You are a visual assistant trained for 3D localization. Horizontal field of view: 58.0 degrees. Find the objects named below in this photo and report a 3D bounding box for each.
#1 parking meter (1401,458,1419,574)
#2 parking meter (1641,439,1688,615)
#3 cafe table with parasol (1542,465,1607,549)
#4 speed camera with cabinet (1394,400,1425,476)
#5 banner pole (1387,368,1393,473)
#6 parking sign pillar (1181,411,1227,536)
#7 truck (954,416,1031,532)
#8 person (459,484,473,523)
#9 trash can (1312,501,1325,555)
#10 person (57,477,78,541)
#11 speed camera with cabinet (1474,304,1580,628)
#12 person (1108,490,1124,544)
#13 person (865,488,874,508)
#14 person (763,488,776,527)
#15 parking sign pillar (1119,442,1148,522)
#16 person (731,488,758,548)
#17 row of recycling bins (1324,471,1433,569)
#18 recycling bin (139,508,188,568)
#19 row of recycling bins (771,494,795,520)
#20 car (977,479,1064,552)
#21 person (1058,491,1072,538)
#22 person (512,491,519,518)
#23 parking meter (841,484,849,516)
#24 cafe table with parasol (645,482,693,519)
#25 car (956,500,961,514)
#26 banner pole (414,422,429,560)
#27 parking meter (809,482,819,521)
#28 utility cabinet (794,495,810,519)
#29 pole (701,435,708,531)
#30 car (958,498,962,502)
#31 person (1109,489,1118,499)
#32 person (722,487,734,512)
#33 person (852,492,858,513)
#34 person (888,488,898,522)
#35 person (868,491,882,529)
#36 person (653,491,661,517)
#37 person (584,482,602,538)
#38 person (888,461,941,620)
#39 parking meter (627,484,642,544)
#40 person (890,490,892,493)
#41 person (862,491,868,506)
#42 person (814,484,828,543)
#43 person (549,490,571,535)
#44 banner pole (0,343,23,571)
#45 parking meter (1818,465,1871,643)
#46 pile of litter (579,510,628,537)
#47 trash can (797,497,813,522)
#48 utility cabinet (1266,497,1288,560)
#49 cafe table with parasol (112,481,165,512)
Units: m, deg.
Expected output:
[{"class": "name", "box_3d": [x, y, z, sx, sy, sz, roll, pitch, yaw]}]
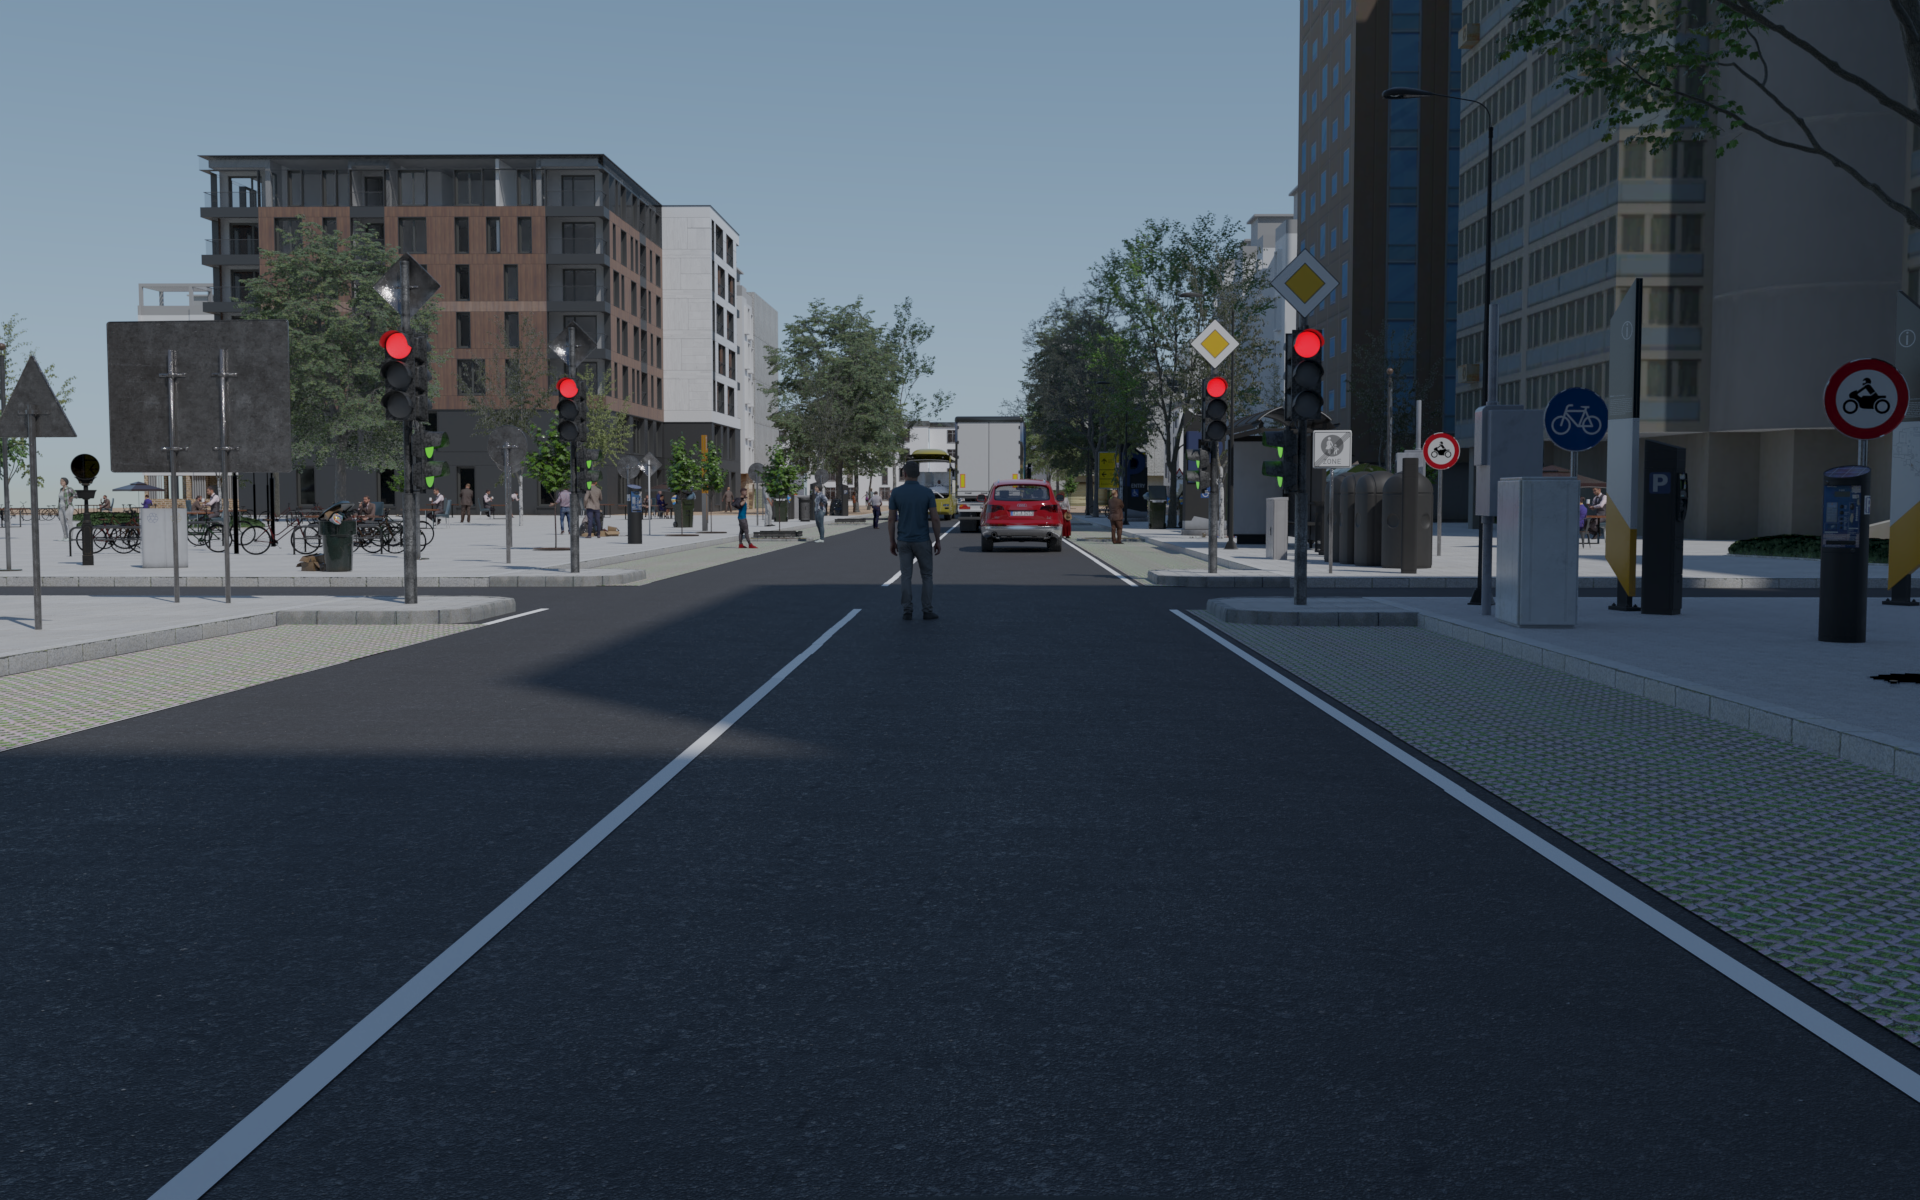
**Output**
[{"class": "parking meter", "box_3d": [7.267, -1.363, 27.991, 0.255, 1.863, 0.399, 1, 4, 14]}, {"class": "parking meter", "box_3d": [7.502, -0.778, 18.438, 0.399, 1.863, 0.255, 3, 5, 43]}, {"class": "cafe table with parasol", "box_3d": [14.060, -2.222, 41.190, 2.610, 1.966, 2.610, 1, 4, 12]}, {"class": "speed camera with cabinet", "box_3d": [9.636, -2.629, 37.318, 0.660, 3.252, 2.038, 1, 4, 12]}, {"class": "banner pole", "box_3d": [8.500, -2.707, 34.271, 0.401, 3.779, 0.863, 1, 4, 9]}, {"class": "parking sign pillar", "box_3d": [7.586, -3.987, 53.664, 1.447, 3.967, 1.447, 0, 4, -4]}, {"class": "truck", "box_3d": [1.329, -4.831, 67.908, 2.839, 4.237, 11.283, 0, 4, 3]}, {"class": "person", "box_3d": [-22.169, -4.341, 77.700, 0.600, 1.739, 0.565, 3, 5, 41]}, {"class": "trash can", "box_3d": [7.755, -1.510, 36.339, 0.748, 1.137, 0.748, 0, 3, 0]}, {"class": "person", "box_3d": [-24.287, -2.467, 47.096, 0.841, 1.734, 0.376, 3, 4, 36]}, {"class": "speed camera with cabinet", "box_3d": [5.698, -1.413, 17.439, 0.660, 3.252, 2.038, 0, 4, 5]}, {"class": "person", "box_3d": [4.433, -2.359, 49.333, 0.482, 1.546, 0.388, 2, 4, 35]}, {"class": "person", "box_3d": [-7.867, -9.048, 154.054, 1.350, 1.814, 0.705, -2, 4, -35]}, {"class": "person", "box_3d": [-7.502, -3.788, 68.126, 0.789, 1.805, 0.875, 0, 4, 7]}, {"class": "parking sign pillar", "box_3d": [8.096, -5.654, 80.922, 1.447, 3.967, 1.447, -1, 4, -18]}, {"class": "person", "box_3d": [-5.640, -2.138, 45.318, 0.662, 1.594, 0.647, -1, 4, -18]}, {"class": "row of recycling bins", "box_3d": [7.497, -1.480, 31.312, 1.069, 1.692, 3.534, -1, 4, -9]}, {"class": "recycling bin", "box_3d": [-13.926, -1.085, 30.289, 0.722, 1.027, 0.722, -2, 4, -28]}, {"class": "row of recycling bins", "box_3d": [-8.957, -4.926, 87.650, 1.069, 1.692, 3.534, 0, 4, 3]}, {"class": "car", "box_3d": [1.566, -2.194, 44.541, 2.281, 1.827, 5.304, 0, 4, 1]}, {"class": "person", "box_3d": [3.328, -2.732, 55.641, 0.523, 1.526, 0.387, 0, 4, 0]}, {"class": "person", "box_3d": [-24.197, -5.174, 93.819, 0.628, 1.438, 0.799, 0, 4, -2]}, {"class": "parking meter", "box_3d": [-6.666, -5.805, 100.623, 0.399, 1.863, 0.255, -1, 4, -22]}, {"class": "cafe table with parasol", "box_3d": [-14.932, -5.176, 89.496, 2.610, 1.966, 2.610, 0, 4, 8]}, {"class": "car", "box_3d": [-0.938, -6.808, 123.311, 2.014, 1.417, 4.499, 0, 4, 1]}, {"class": "banner pole", "box_3d": [-10.649, -2.692, 34.039, 0.401, 3.779, 0.863, -1, 4, -12]}, {"class": "parking meter", "box_3d": [-7.050, -4.771, 83.724, 0.399, 1.863, 0.255, -3, 5, -44]}, {"class": "utility cabinet", "box_3d": [-8.184, -4.826, 90.062, 1.020, 1.237, 0.306, 1, 4, 9]}, {"class": "pole", "box_3d": [-8.842, -4.044, 59.964, 0.158, 3.312, 0.155, 0, 3, 0]}, {"class": "car", "box_3d": [-0.752, -8.866, 156.962, 2.014, 1.417, 4.499, 0, 4, 1]}, {"class": "person", "box_3d": [10.002, -6.340, 109.638, 1.348, 1.831, 0.705, 2, 4, 27]}, {"class": "person", "box_3d": [-16.377, -7.068, 122.164, 0.990, 1.755, 0.434, -2, 4, -35]}, {"class": "person", "box_3d": [-7.261, -6.719, 119.154, 0.557, 1.426, 1.065, 1, 4, 13]}, {"class": "person", "box_3d": [-3.456, -4.894, 89.346, 0.431, 1.722, 0.655, 1, 4, 20]}, {"class": "person", "box_3d": [-3.509, -3.725, 71.619, 0.614, 1.554, 0.590, 1, 4, 13]}, {"class": "person", "box_3d": [-17.007, -5.458, 97.982, 0.600, 1.496, 0.574, 2, 4, 31]}, {"class": "person", "box_3d": [-10.714, -2.679, 50.372, 0.617, 1.759, 0.750, -2, 4, -28]}, {"class": "person", "box_3d": [-0.510, -0.685, 19.833, 0.598, 1.807, 0.434, 1, 4, 13]}, {"class": "parking meter", "box_3d": [-8.359, -2.207, 44.501, 0.372, 1.533, 0.369, 0, 3, 0]}, {"class": "person", "box_3d": [-4.150, -5.875, 105.493, 0.436, 1.711, 0.756, -1, 4, -11]}, {"class": "person", "box_3d": [-10.017, -10.767, 185.226, 1.217, 1.739, 0.721, -3, 5, -41]}, {"class": "person", "box_3d": [-4.135, -2.576, 51.343, 0.376, 1.734, 0.841, -1, 4, -8]}, {"class": "person", "box_3d": [-12.441, -2.854, 54.661, 0.963, 1.587, 0.435, -2, 4, -31]}, {"class": "banner pole", "box_3d": [-16.052, -2.379, 28.911, 0.863, 3.779, 0.401, 3, 4, 36]}, {"class": "parking meter", "box_3d": [7.681, -0.405, 15.040, 0.372, 1.533, 0.369, 0, 3, 0]}, {"class": "pile of litter", "box_3d": [-10.830, -2.352, 52.418, 1.719, 0.858, 1.176, -2, 4, -26]}, {"class": "trash can", "box_3d": [-7.179, -4.197, 80.270, 0.748, 1.137, 0.748, 0, 3, 0]}, {"class": "utility cabinet", "box_3d": [6.262, -1.414, 34.285, 0.306, 1.237, 1.020, 0, 4, 2]}, {"class": "cafe table with parasol", "box_3d": [-44.352, -5.424, 93.547, 2.610, 1.966, 2.610, 0, 4, 0]}]
